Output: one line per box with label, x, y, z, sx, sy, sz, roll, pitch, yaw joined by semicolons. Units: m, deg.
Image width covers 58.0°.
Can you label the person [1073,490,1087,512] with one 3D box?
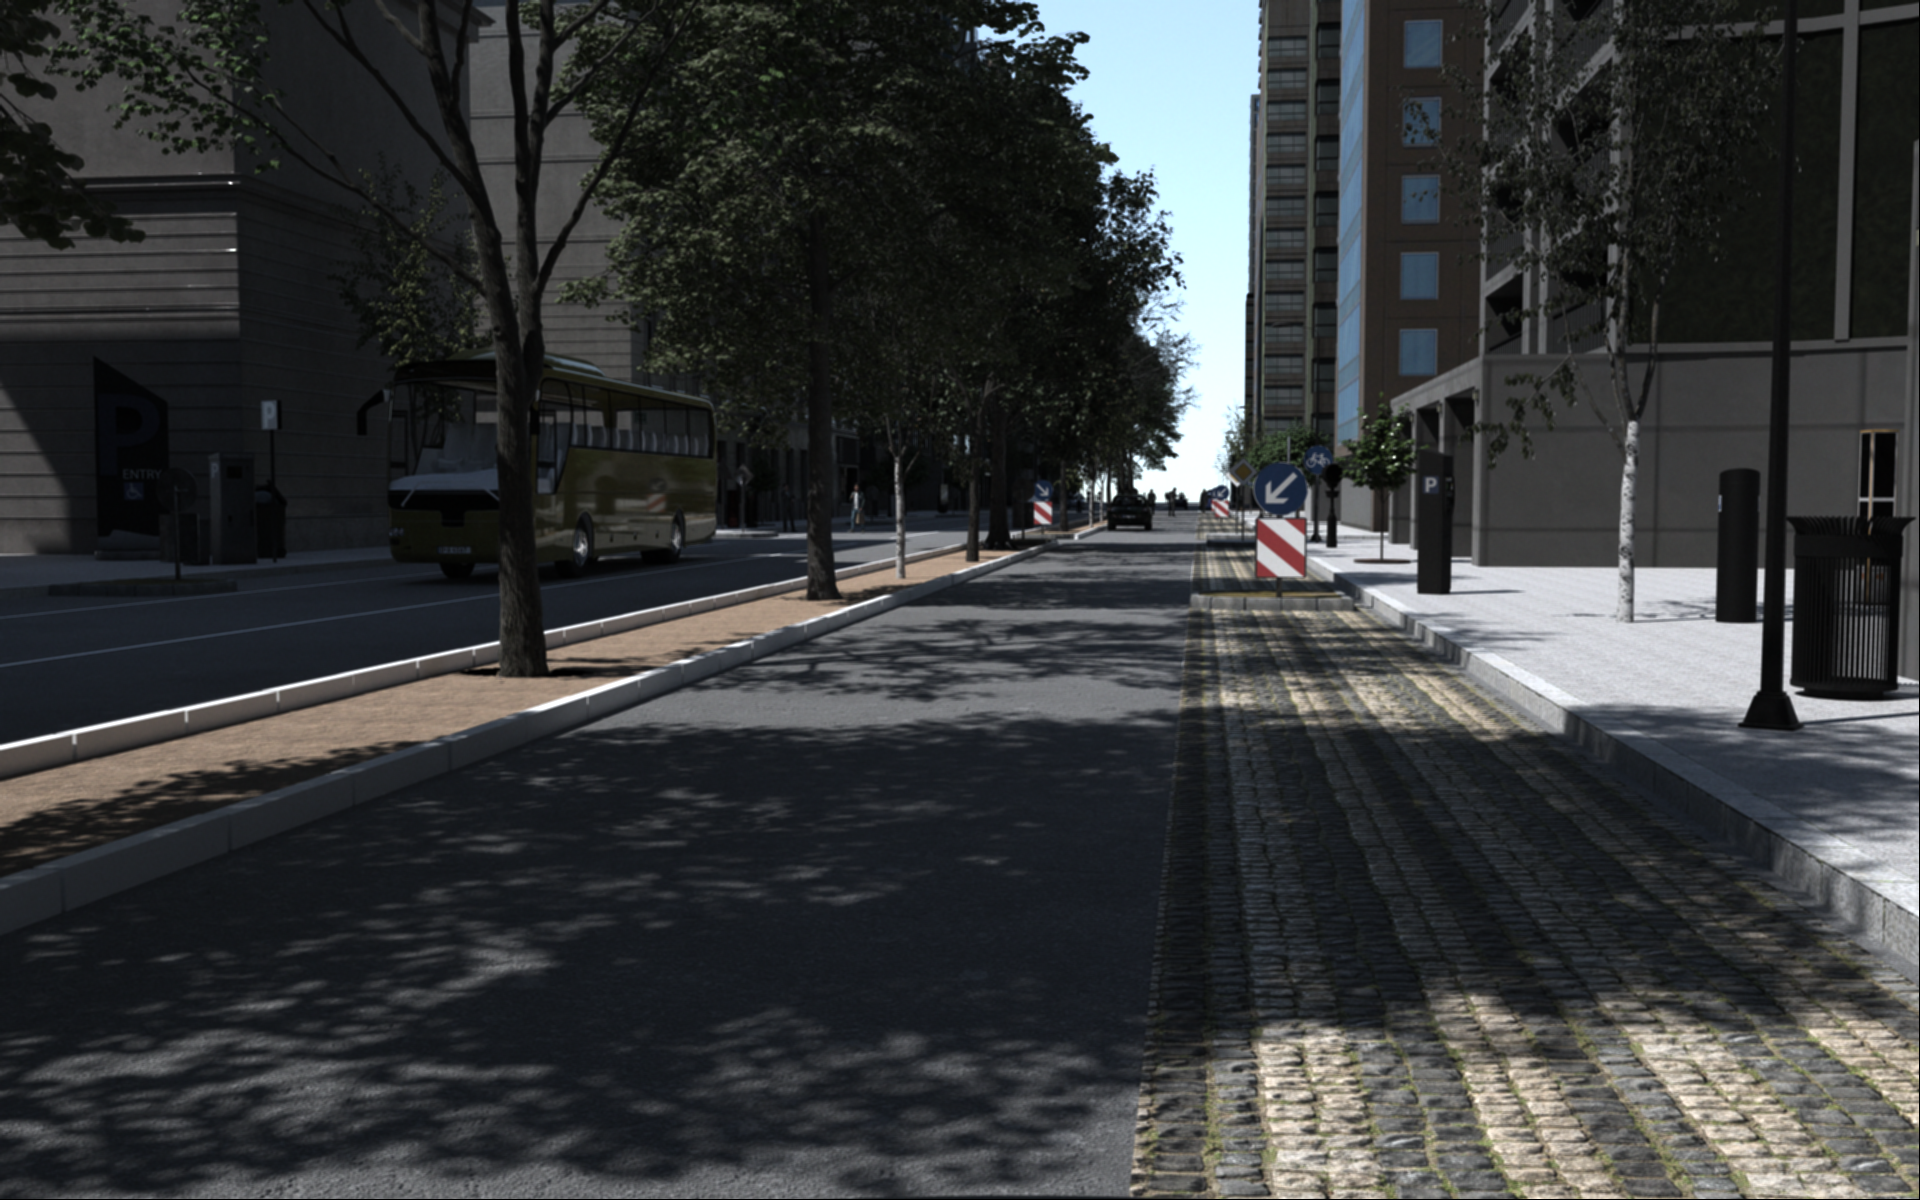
person;9.360;-7.800;136.015;1.348;1.826;0.705;-2;4;-35

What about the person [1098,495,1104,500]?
person;16.420;-11.784;201.150;0.705;1.826;1.348;2;4;25

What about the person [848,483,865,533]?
person;-3.681;-3.316;62.709;0.794;1.824;0.713;3;5;41

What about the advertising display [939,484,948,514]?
advertising display;-1.077;-6.650;113.934;0.123;1.923;0.974;2;4;31

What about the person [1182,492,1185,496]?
person;32.717;-15.032;255.096;0.721;1.723;1.217;-3;5;-44

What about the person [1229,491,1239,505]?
person;33.133;-12.239;208.612;1.348;1.823;0.705;1;4;11

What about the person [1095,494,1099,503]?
person;20.125;-14.875;254.924;0.991;1.433;0.599;-3;4;-36

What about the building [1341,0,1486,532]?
building;21.408;-25.212;62.321;14.200;45.320;14.600;0;4;8

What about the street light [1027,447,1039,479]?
street light;7.202;-12.190;171.848;1.470;5.913;1.316;0;4;8

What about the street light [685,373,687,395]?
street light;-8.595;-5.207;57.679;1.470;5.913;1.316;0;4;8

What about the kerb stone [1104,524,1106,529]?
kerb stone;5.605;-2.857;68.932;0.120;0.150;1.000;0;4;8

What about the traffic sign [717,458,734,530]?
traffic sign;-8.535;-3.808;62.266;0.884;2.594;0.081;1;4;16

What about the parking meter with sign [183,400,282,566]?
parking meter with sign;-13.311;-2.163;31.632;0.543;3.016;1.738;3;4;38

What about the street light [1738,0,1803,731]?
street light;3.937;-2.258;9.454;1.470;5.913;1.316;0;4;8

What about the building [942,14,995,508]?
building;-8.288;-33.678;170.236;23.786;49.044;30.456;0;4;8

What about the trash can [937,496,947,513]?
trash can;-1.229;-6.568;119.035;0.748;1.137;0.748;0;3;0

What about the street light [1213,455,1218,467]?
street light;31.060;-14.221;205.050;1.470;5.913;1.316;0;4;8

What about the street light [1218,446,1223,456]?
street light;25.947;-11.917;167.390;1.470;5.913;1.316;0;4;8

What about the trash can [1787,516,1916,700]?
trash can;5.609;0.042;10.967;0.748;1.137;0.748;0;3;0

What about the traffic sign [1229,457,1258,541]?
traffic sign;7.739;-2.673;47.344;0.795;2.450;0.064;0;4;8

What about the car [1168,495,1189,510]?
car;20.378;-9.118;161.658;1.945;1.354;3.894;0;4;8

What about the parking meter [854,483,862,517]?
parking meter;-5.187;-5.045;88.205;0.399;1.863;0.255;-1;4;-12

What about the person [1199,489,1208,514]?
person;17.803;-7.217;126.596;0.694;1.812;0.767;2;4;25

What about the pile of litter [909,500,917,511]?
pile of litter;-3.866;-7.107;130.169;1.176;0.858;1.719;-2;4;-29

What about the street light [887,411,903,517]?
street light;-3.357;-7.542;95.846;1.470;5.913;1.316;0;4;8

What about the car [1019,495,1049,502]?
car;5.173;-6.531;119.148;2.083;1.381;4.827;0;4;8

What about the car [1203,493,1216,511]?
car;22.039;-8.641;150.866;1.945;1.707;3.694;1;4;8

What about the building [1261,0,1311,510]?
building;32.494;-28.243;145.366;14.154;41.232;14.086;0;4;8

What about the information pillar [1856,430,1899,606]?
information pillar;10.551;-0.944;19.932;0.304;2.012;0.304;0;4;3

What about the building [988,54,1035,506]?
building;-3.133;-34.989;195.766;21.300;48.544;21.600;0;4;8

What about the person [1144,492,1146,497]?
person;28.677;-15.839;268.193;0.721;1.735;1.217;0;4;-7

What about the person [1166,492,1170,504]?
person;28.840;-14.022;238.470;1.217;1.736;0.721;-3;5;-41

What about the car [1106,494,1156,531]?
car;6.821;-3.644;69.368;2.009;1.686;4.222;0;4;7

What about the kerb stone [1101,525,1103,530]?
kerb stone;5.328;-2.733;66.899;0.120;0.150;1.000;0;4;8

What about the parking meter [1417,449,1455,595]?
parking meter;6.101;-1.008;22.197;0.399;1.863;0.255;3;5;43

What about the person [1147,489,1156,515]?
person;12.988;-6.668;117.918;0.661;1.777;0.834;-1;4;-23

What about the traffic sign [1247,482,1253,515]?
traffic sign;18.217;-6.626;108.444;0.768;2.556;0.104;1;4;17

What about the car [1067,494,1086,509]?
car;10.937;-9.279;163.710;2.014;1.417;4.499;0;4;8

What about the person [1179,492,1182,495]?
person;30.739;-14.223;241.767;1.217;1.735;0.721;-1;4;-12

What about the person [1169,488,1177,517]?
person;13.606;-6.255;110.581;0.447;1.846;0.655;-3;4;-38

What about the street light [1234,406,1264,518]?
street light;15.382;-7.275;91.479;1.470;5.913;1.316;0;4;8

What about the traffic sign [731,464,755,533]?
traffic sign;-7.204;-3.293;57.489;0.795;2.450;0.064;0;4;8

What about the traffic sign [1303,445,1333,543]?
traffic sign;9.365;-2.767;45.346;0.768;2.556;0.104;1;4;15

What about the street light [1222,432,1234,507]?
street light;20.529;-9.578;129.135;1.470;5.913;1.316;0;4;8

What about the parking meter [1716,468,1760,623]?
parking meter;7.781;-0.545;17.325;0.372;1.533;0.369;0;3;0

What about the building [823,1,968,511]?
building;-10.068;-43.110;143.094;20.563;71.187;20.611;0;4;8

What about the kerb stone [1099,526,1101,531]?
kerb stone;5.177;-2.672;65.888;0.120;0.150;1.000;0;4;8

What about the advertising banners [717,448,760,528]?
advertising banners;-8.628;-4.272;66.036;2.074;3.025;0.090;1;4;15

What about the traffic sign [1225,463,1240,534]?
traffic sign;8.835;-3.157;55.254;0.795;2.450;0.064;0;4;8

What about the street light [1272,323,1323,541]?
street light;9.165;-4.560;47.098;1.470;5.913;1.316;0;4;8

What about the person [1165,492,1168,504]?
person;29.393;-14.489;245.839;0.683;1.767;0.568;0;4;6

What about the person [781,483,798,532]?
person;-6.427;-3.479;65.184;0.655;1.846;0.447;-1;4;-23

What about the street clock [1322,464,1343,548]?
street clock;8.905;-2.255;41.441;0.471;2.002;0.358;-1;4;-13

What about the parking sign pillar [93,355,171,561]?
parking sign pillar;-16.192;-2.779;33.902;1.447;3.967;1.447;-2;4;-24
